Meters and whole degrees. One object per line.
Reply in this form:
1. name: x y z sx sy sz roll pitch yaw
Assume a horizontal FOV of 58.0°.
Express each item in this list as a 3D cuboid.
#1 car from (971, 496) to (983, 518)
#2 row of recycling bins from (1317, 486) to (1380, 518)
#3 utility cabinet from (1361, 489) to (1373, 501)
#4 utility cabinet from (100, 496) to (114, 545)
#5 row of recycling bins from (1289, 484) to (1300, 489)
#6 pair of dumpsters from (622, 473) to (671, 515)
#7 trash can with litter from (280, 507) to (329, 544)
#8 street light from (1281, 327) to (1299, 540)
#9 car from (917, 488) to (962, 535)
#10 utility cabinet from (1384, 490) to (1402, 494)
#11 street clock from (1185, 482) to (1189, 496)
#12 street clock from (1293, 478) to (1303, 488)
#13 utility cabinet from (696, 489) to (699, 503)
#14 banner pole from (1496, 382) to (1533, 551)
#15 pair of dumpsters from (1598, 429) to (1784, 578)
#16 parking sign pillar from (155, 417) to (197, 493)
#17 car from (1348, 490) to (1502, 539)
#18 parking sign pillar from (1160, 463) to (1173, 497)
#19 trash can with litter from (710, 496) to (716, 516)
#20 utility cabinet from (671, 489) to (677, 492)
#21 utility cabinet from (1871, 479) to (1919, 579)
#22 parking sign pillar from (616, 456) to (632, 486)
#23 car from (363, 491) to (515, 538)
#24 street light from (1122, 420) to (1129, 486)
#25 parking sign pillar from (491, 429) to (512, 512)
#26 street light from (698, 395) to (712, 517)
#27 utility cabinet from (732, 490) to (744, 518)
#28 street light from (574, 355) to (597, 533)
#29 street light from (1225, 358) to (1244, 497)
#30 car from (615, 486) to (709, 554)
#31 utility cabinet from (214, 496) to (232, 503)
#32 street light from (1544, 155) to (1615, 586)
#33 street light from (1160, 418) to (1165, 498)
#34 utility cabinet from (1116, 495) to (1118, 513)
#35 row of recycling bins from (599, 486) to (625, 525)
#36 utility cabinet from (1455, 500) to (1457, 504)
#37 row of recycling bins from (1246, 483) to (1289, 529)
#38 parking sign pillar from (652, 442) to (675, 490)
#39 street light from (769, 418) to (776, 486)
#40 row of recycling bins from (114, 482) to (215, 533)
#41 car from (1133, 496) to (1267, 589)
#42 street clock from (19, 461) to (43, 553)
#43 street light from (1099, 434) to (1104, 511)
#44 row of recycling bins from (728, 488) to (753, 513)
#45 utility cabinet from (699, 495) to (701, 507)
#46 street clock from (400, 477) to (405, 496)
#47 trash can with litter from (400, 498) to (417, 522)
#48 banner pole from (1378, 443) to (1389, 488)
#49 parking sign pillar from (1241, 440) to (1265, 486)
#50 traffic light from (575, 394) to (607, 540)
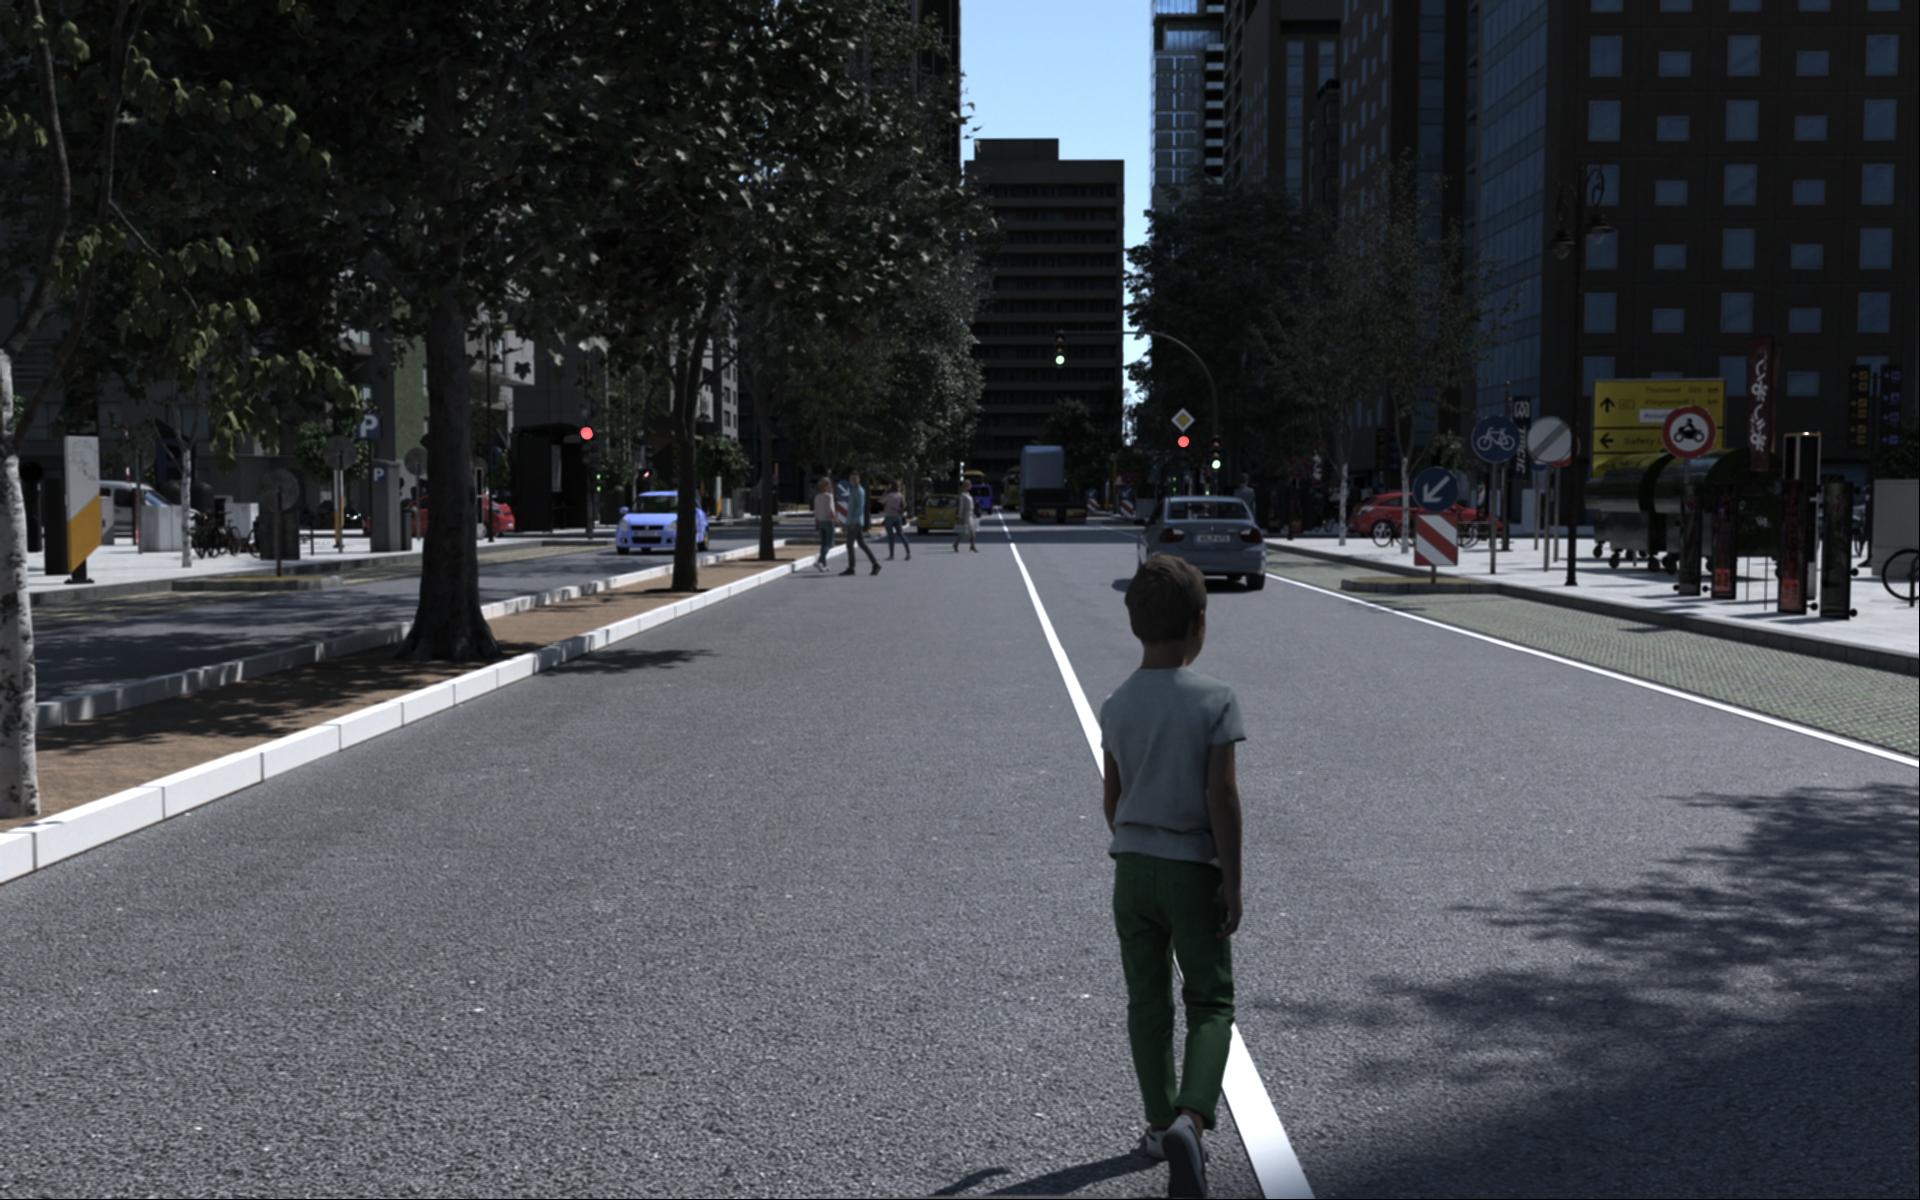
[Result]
1. car: 0.421 -5.703 105.820 1.945 1.354 3.894 0 4 2
2. row of recycling bins: 20.352 -5.148 91.281 3.534 1.692 1.069 2 4 27
3. utility cabinet: 18.501 -4.282 78.692 0.318 1.500 1.173 2 4 23
4. utility cabinet: -21.637 -1.962 43.248 0.306 1.237 1.020 1 4 21
5. row of recycling bins: 12.902 -3.979 72.174 3.534 1.692 1.069 -3 4 -38
6. pair of dumpsters: -14.089 -4.604 77.763 1.574 2.255 4.437 0 4 1
7. trash can with litter: -17.566 -2.077 45.014 1.678 1.210 2.233 -3 5 -42
8. street light: 9.180 -4.596 47.939 0.468 5.910 1.993 0 4 1
9. car: -0.575 -3.152 61.752 2.015 1.641 3.980 0 4 3
10. utility cabinet: 22.765 -5.001 90.447 1.173 1.500 0.318 2 4 31
11. street clock: 11.102 -4.916 84.954 0.471 2.002 0.358 2 4 34
12. street clock: 14.938 -4.424 76.894 0.471 2.002 0.358 2 4 33
13. utility cabinet: -12.818 -4.493 82.145 0.318 1.500 1.173 -3 5 -42
14. banner pole: 12.437 -2.986 38.830 0.863 3.779 0.401 -1 4 -14
15. pair of dumpsters: 11.838 -1.557 27.946 1.574 2.255 4.437 0 4 1
16. parking sign pillar: -27.346 -4.401 60.425 1.447 3.967 1.447 -1 4 -16
17. car: 13.763 -2.573 51.107 4.494 1.783 2.155 0 4 2
18. parking sign pillar: 14.676 -8.122 121.264 1.447 3.967 1.447 3 5 43
19. trash can with litter: -14.212 -5.510 101.471 1.055 1.170 0.624 -1 4 -19
20. utility cabinet: -13.048 -4.402 80.657 0.318 1.500 1.173 2 4 25
21. utility cabinet: 14.299 -1.065 26.099 0.318 1.500 1.173 -1 4 -9
22. parking sign pillar: -22.558 -7.834 116.563 1.447 3.967 1.447 2 4 27
23. car: -15.819 -2.657 52.479 4.494 1.783 2.155 0 4 1
24. street light: 10.182 -8.180 106.537 0.468 5.910 1.993 0 4 1
25. parking sign pillar: -18.752 -5.033 70.760 1.447 3.967 1.447 -2 4 -35
26. street light: -11.972 -6.638 81.325 0.468 5.910 1.993 0 4 1
27. utility cabinet: -11.583 -5.001 90.448 0.318 1.500 1.173 0 4 8
28. street light: -12.303 -5.154 57.060 0.468 5.910 1.993 0 4 1
29. street light: 9.310 -5.265 58.868 0.468 5.910 1.993 0 4 1
30. car: -7.244 -1.998 42.252 1.945 1.707 3.694 0 4 2
31. utility cabinet: -29.864 -3.585 69.772 1.020 1.237 0.306 -1 4 -17
32. street light: 8.570 -3.139 24.108 0.468 5.910 1.993 0 4 1
33. street light: 9.753 -6.723 82.703 0.468 5.910 1.993 0 4 1
34. utility cabinet: 11.057 -6.614 119.308 1.020 1.237 0.306 1 4 13
35. row of recycling bins: -14.679 -4.048 73.294 1.069 1.692 3.534 -1 4 -15
36. utility cabinet: 26.016 -4.918 91.574 0.306 1.237 1.020 2 4 26
37. row of recycling bins: 11.481 -3.531 64.852 1.069 1.692 3.534 0 4 4
38. parking sign pillar: -15.338 -6.161 89.204 1.447 3.967 1.447 1 4 15
39. street light: -11.456 -8.113 105.438 0.468 5.910 1.993 0 4 1
40. row of recycling bins: -26.928 -3.120 58.128 3.534 1.692 1.069 -2 4 -31
41. car: 3.763 -0.939 27.350 2.014 1.417 4.499 0 4 2
42. street clock: -20.390 -2.049 38.067 0.471 2.002 0.358 -2 4 -27
43. street light: 10.617 -9.638 130.371 0.468 5.910 1.993 0 4 1
44. row of recycling bins: -14.620 -6.656 115.931 1.069 1.692 3.534 1 4 11
45. utility cabinet: -16.235 -5.782 105.689 1.020 1.237 0.306 -3 4 -38
46. street clock: -23.844 -4.219 73.543 0.358 2.002 0.471 3 5 43
47. trash can with litter: -15.327 -2.179 47.007 1.055 1.170 0.624 -3 5 -42
48. banner pole: 20.592 -5.759 84.178 0.863 3.779 0.401 -2 4 -31
49. parking sign pillar: 13.884 -5.740 82.319 1.447 3.967 1.447 -3 4 -36
50. traffic light: -10.417 -3.662 48.796 0.839 4.253 0.868 0 4 1
